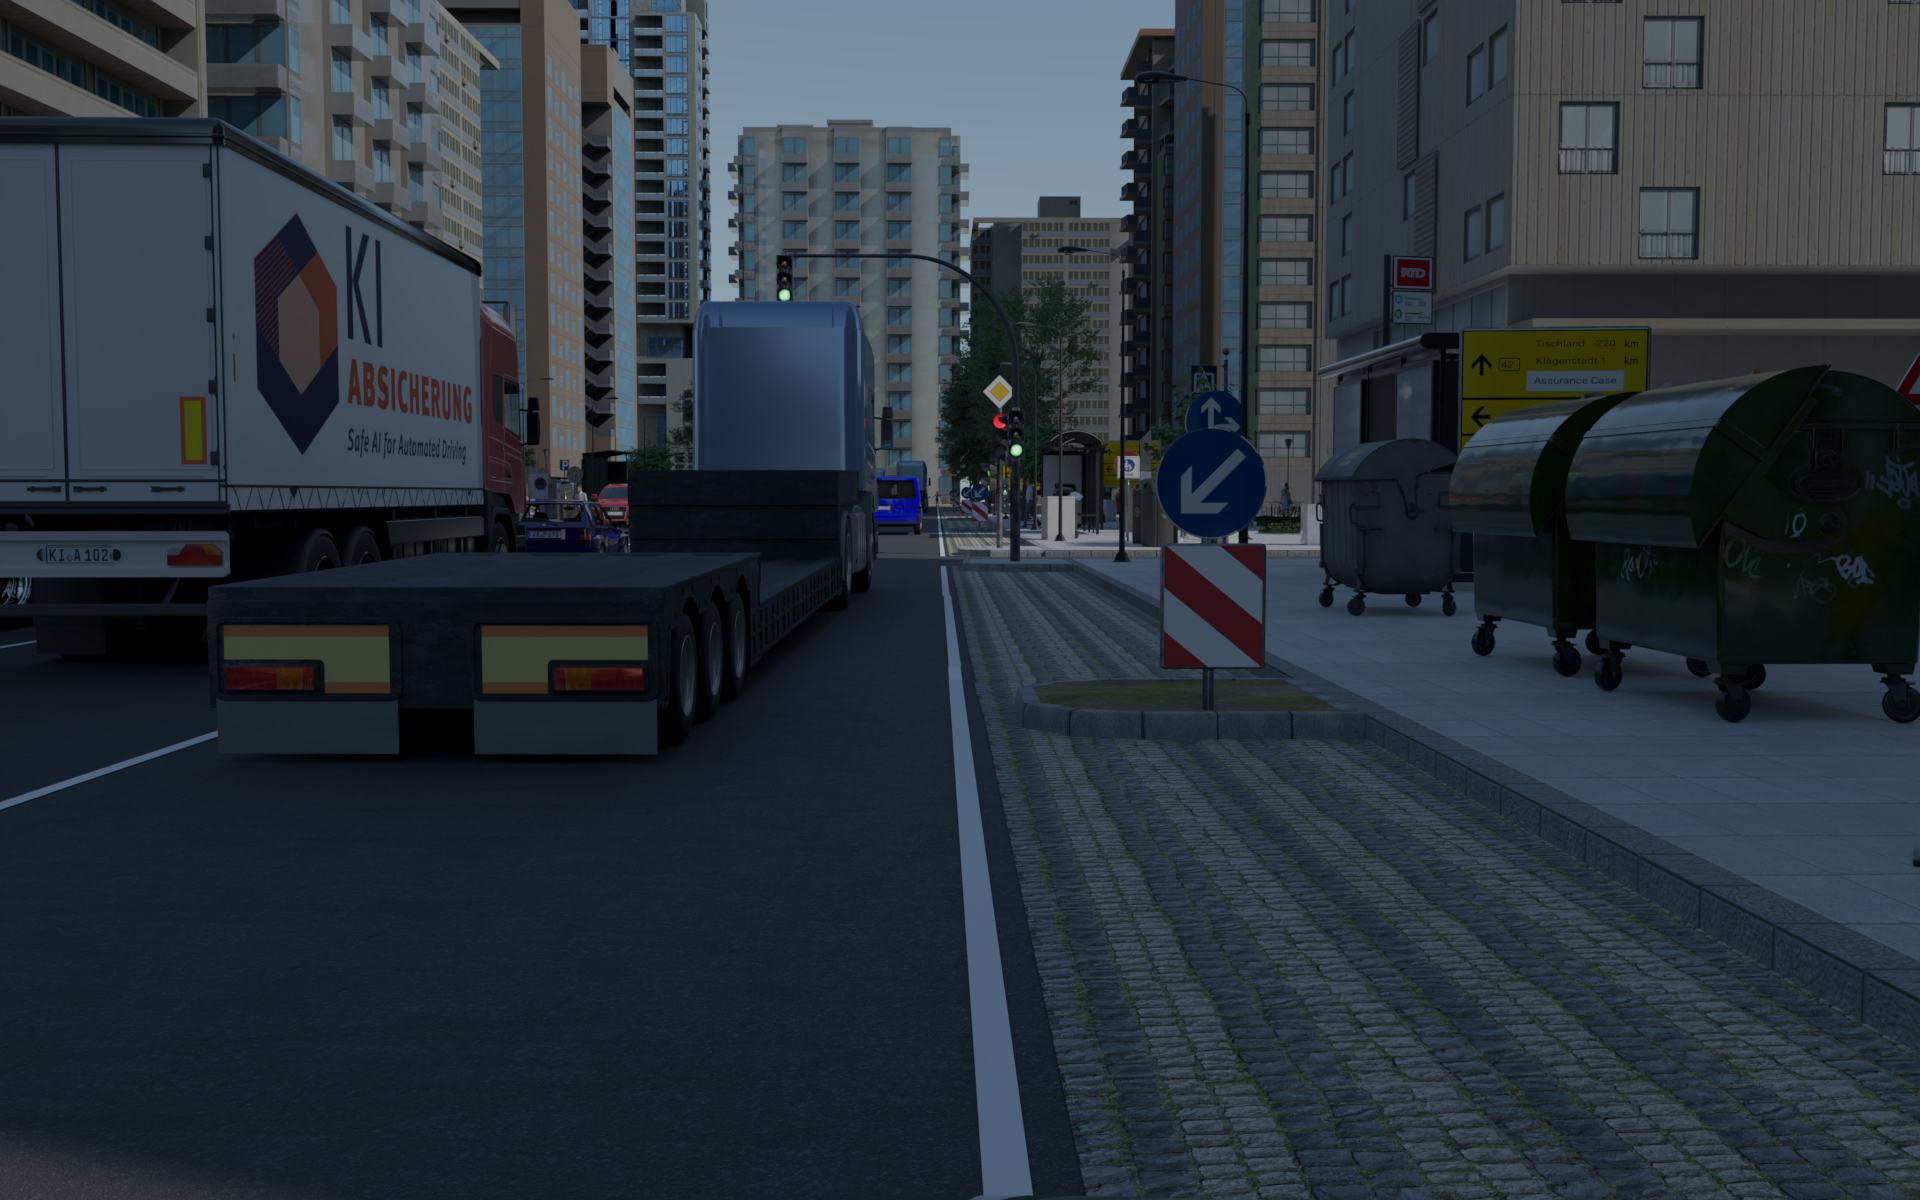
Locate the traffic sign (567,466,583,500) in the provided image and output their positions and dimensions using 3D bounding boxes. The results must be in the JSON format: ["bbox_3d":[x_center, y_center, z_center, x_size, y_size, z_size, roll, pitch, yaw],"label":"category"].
[{"bbox_3d":[-17.558,-4.822,78.944,0.768,2.556,0.104,0,4,6],"label":"traffic sign"}]

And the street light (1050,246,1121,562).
[{"bbox_3d":[2.522,-3.673,32.598,1.470,5.913,1.316,0,4,-1],"label":"street light"}]

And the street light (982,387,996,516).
[{"bbox_3d":[1.811,-6.261,74.907,1.470,5.913,1.316,0,4,-1],"label":"street light"}]

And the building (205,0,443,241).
[{"bbox_3d":[-42.640,-29.224,97.421,23.786,49.044,30.456,0,4,-1],"label":"building"}]

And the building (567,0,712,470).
[{"bbox_3d":[-45.139,-55.648,222.518,31.000,86.520,22.319,0,4,-1],"label":"building"}]

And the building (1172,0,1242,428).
[{"bbox_3d":[23.596,-29.209,127.676,14.600,45.320,14.200,0,4,-1],"label":"building"}]

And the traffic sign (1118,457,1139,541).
[{"bbox_3d":[4.572,-2.752,47.124,0.606,2.300,0.079,0,4,6],"label":"traffic sign"}]

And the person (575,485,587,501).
[{"bbox_3d":[-15.166,-3.701,69.282,0.678,1.792,0.850,2,4,23],"label":"person"}]

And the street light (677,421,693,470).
[{"bbox_3d":[-17.398,-8.414,110.108,1.470,5.913,1.316,0,4,-1],"label":"street light"}]

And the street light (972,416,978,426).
[{"bbox_3d":[1.519,-7.921,102.049,1.470,5.913,1.316,0,4,-1],"label":"street light"}]

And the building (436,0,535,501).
[{"bbox_3d":[-48.887,-26.627,127.234,32.217,40.220,23.993,0,4,-1],"label":"building"}]

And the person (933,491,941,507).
[{"bbox_3d":[-2.538,-10.991,188.906,1.217,1.736,0.721,2,4,32],"label":"person"}]

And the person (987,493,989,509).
[{"bbox_3d":[2.616,-9.016,153.543,0.705,1.814,1.350,0,4,-5],"label":"person"}]

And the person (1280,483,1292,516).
[{"bbox_3d":[15.239,-4.577,80.967,0.778,1.811,0.616,-2,4,-35],"label":"person"}]

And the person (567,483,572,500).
[{"bbox_3d":[-18.049,-4.525,80.249,0.641,1.798,0.478,0,4,-2],"label":"person"}]

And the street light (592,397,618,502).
[{"bbox_3d":[-17.034,-6.754,82.963,1.470,5.913,1.316,0,4,-1],"label":"street light"}]

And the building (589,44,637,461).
[{"bbox_3d":[-40.252,-31.829,170.513,14.200,45.320,14.600,0,4,-1],"label":"building"}]

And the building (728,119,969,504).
[{"bbox_3d":[-14.117,-36.982,224.257,30.456,49.044,23.786,0,4,-1],"label":"building"}]

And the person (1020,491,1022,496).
[{"bbox_3d":[4.932,-8.509,144.788,1.348,1.869,0.705,-2,4,-35],"label":"person"}]

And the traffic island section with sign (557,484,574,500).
[{"bbox_3d":[-14.997,-3.485,65.607,1.989,1.847,2.006,0,4,-1],"label":"traffic island section with sign"}]

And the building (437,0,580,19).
[{"bbox_3d":[-40.356,-30.389,146.963,14.600,45.320,14.200,0,4,-1],"label":"building"}]

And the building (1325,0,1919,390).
[{"bbox_3d":[30.493,-29.295,68.218,27.495,52.752,28.713,0,4,-1],"label":"building"}]

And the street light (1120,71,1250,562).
[{"bbox_3d":[2.624,-2.854,19.211,1.470,5.913,1.316,0,4,-1],"label":"street light"}]

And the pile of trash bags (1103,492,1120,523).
[{"bbox_3d":[5.964,-4.155,77.684,3.447,1.369,1.912,-1,4,-20],"label":"pile of trash bags"}]

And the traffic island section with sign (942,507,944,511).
[{"bbox_3d":[-0.428,-8.232,143.221,1.989,1.847,2.006,0,4,-1],"label":"traffic island section with sign"}]

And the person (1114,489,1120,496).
[{"bbox_3d":[17.035,-10.953,185.257,1.348,1.807,0.705,2,4,25],"label":"person"}]

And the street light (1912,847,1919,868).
[{"bbox_3d":[2.926,-2.036,5.828,1.470,5.913,1.316,0,4,-1],"label":"street light"}]

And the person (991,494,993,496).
[{"bbox_3d":[3.434,-9.768,165.771,1.348,1.821,0.705,-2,4,-28],"label":"person"}]

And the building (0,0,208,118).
[{"bbox_3d":[-42.870,-26.897,63.466,21.300,48.544,21.600,0,4,-1],"label":"building"}]

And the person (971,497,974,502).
[{"bbox_3d":[1.241,-9.418,159.898,0.599,1.838,0.709,3,5,44],"label":"person"}]

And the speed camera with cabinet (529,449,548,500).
[{"bbox_3d":[-18.891,-4.925,74.858,2.038,3.252,0.660,-2,4,-29],"label":"speed camera with cabinet"}]

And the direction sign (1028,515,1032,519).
[{"bbox_3d":[3.486,-5.866,87.903,0.876,3.537,0.379,3,4,38],"label":"direction sign"}]

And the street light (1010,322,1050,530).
[{"bbox_3d":[2.187,-4.551,46.953,1.470,5.913,1.316,0,4,-1],"label":"street light"}]

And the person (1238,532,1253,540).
[{"bbox_3d":[7.936,-2.573,48.394,0.573,1.790,0.520,0,4,5],"label":"person"}]

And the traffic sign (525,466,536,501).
[{"bbox_3d":[-19.539,-4.796,78.527,0.768,2.556,0.104,1,4,8],"label":"traffic sign"}]

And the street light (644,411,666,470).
[{"bbox_3d":[-17.070,-7.595,96.725,1.470,5.913,1.316,0,4,-1],"label":"street light"}]

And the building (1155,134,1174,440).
[{"bbox_3d":[22.875,-22.663,142.248,14.160,30.474,14.107,0,4,-1],"label":"building"}]

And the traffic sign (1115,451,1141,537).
[{"bbox_3d":[4.948,-3.125,51.195,0.768,2.556,0.104,0,4,6],"label":"traffic sign"}]

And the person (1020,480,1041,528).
[{"bbox_3d":[2.695,-3.670,66.142,0.850,1.850,0.679,1,4,14],"label":"person"}]

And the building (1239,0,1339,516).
[{"bbox_3d":[24.473,-25.956,107.970,14.154,41.232,14.086,0,4,-1],"label":"building"}]

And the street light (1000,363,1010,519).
[{"bbox_3d":[2.124,-5.431,61.341,1.470,5.913,1.316,0,4,-1],"label":"street light"}]

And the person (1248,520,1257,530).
[{"bbox_3d":[10.515,-3.396,62.314,0.466,1.731,0.760,-2,4,-23],"label":"person"}]

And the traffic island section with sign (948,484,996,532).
[{"bbox_3d":[0.625,-3.508,65.976,1.989,1.847,2.006,0,4,-1],"label":"traffic island section with sign"}]

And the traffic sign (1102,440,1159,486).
[{"bbox_3d":[6.536,-4.401,65.822,2.265,3.308,0.079,1,4,9],"label":"traffic sign"}]

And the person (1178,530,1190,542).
[{"bbox_3d":[5.984,-2.450,46.772,0.598,1.740,0.731,-3,5,-42],"label":"person"}]

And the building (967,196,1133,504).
[{"bbox_3d":[13.053,-32.832,228.680,23.993,40.220,32.217,0,4,-1],"label":"building"}]

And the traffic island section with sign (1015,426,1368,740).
[{"bbox_3d":[1.365,-0.144,10.981,1.989,1.847,2.006,0,4,-1],"label":"traffic island section with sign"}]

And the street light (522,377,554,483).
[{"bbox_3d":[-16.803,-5.891,68.861,1.470,5.913,1.316,0,4,-1],"label":"street light"}]

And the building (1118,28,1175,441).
[{"bbox_3d":[26.654,-31.112,163.312,22.147,44.769,28.867,0,4,-1],"label":"building"}]

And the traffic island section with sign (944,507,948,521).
[{"bbox_3d":[0.260,-5.170,93.150,1.989,1.847,2.006,0,4,-1],"label":"traffic island section with sign"}]

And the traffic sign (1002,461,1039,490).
[{"bbox_3d":[3.585,-6.544,100.862,2.265,3.308,0.079,0,4,4],"label":"traffic sign"}]
